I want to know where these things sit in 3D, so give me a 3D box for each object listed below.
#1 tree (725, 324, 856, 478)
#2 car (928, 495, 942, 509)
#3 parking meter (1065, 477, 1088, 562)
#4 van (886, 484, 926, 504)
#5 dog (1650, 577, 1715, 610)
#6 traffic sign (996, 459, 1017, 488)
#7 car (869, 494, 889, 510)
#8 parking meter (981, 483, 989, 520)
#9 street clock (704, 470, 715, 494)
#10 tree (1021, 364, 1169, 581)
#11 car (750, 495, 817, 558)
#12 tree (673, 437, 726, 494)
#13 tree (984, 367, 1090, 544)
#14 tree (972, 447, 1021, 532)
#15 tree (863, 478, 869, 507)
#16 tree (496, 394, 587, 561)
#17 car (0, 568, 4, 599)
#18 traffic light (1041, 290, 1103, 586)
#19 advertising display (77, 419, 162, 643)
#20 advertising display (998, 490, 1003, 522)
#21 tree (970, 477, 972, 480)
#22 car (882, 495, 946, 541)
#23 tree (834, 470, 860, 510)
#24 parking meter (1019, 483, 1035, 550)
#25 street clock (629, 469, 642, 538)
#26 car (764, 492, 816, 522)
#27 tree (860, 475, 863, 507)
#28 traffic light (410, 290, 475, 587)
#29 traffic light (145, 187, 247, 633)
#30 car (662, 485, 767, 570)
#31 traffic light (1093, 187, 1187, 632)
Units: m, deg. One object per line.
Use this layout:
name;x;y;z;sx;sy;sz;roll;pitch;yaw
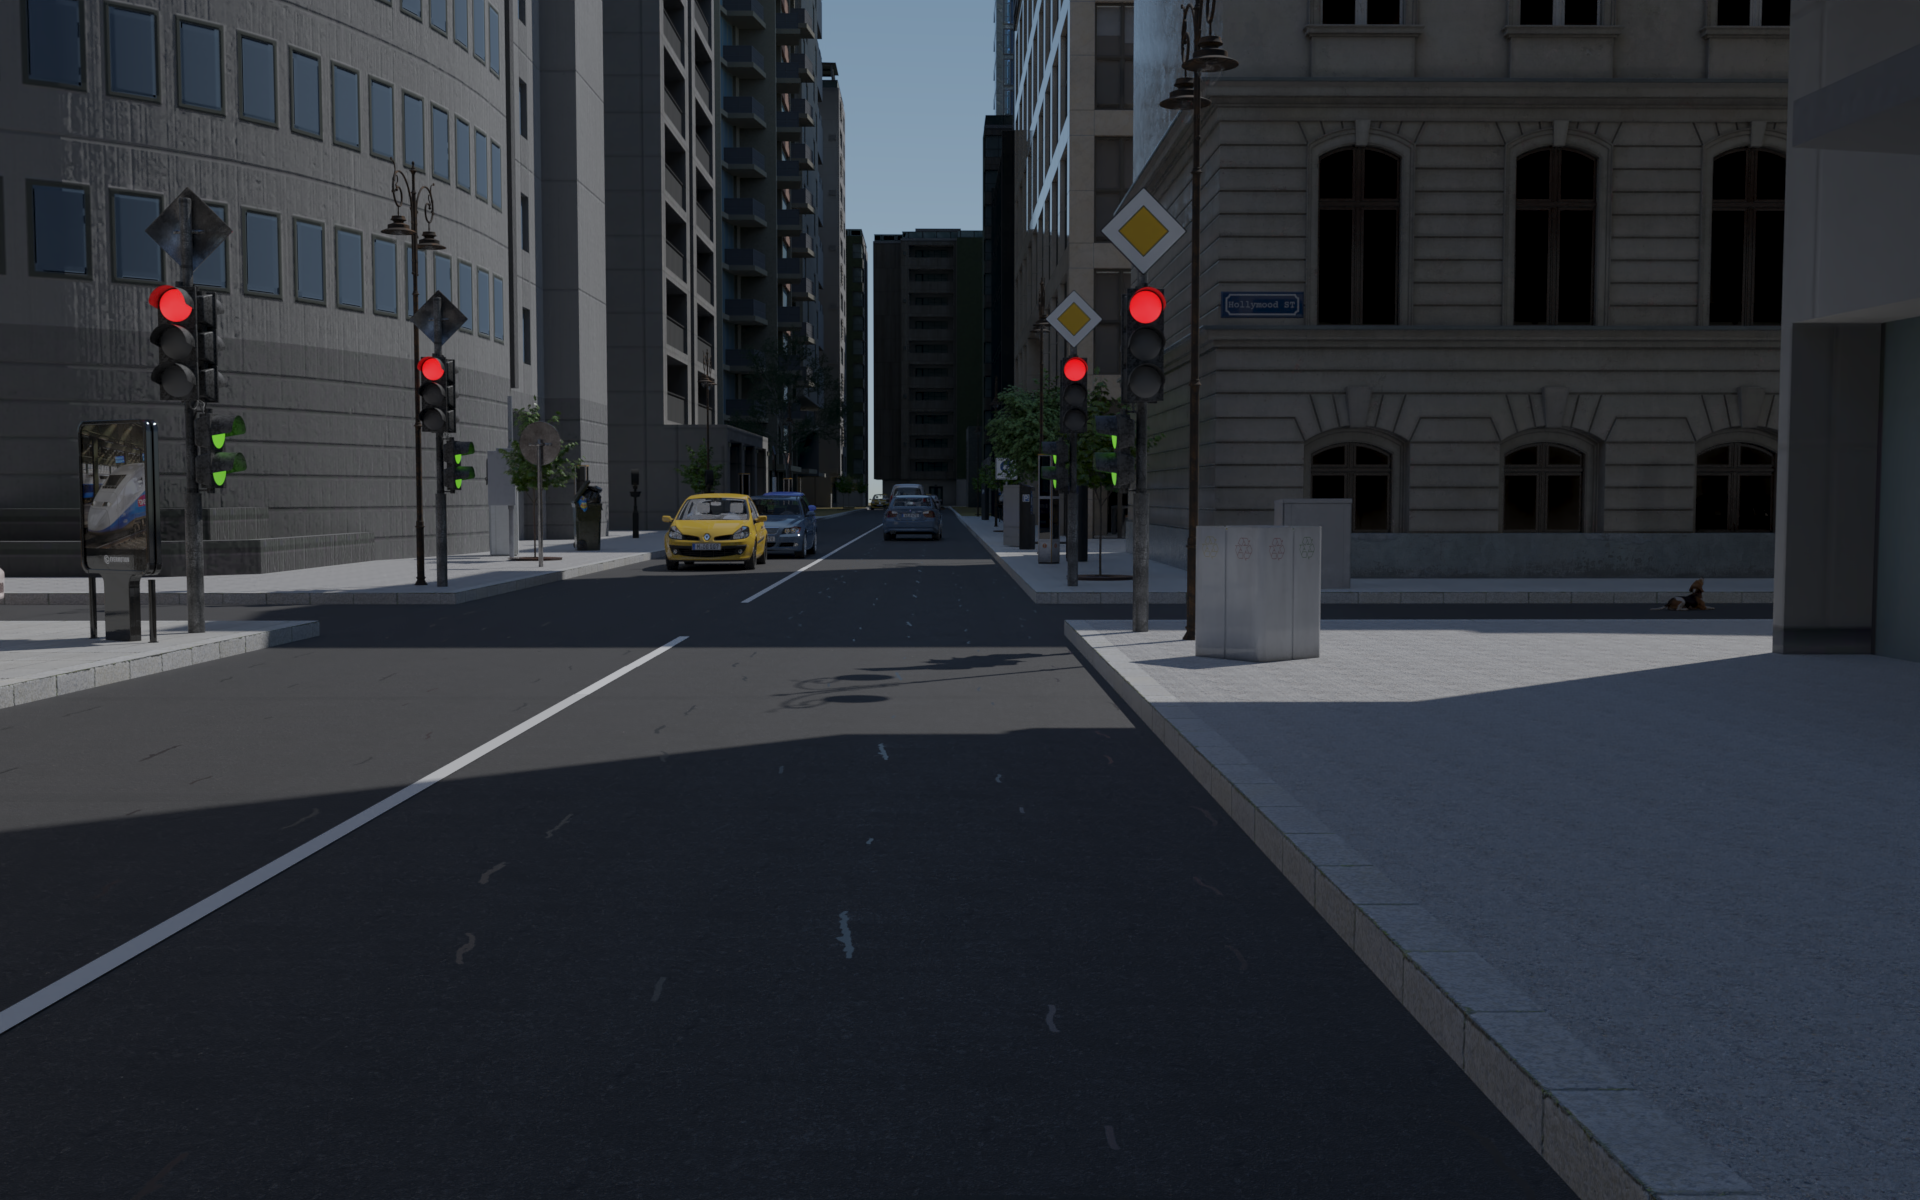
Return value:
tree;-9.169;-9.773;94.198;8.767;10.594;7.601;2;4;32
car;-2.470;-7.607;136.743;2.083;1.381;4.827;0;4;0
parking meter;2.213;-1.663;32.907;0.399;1.863;0.255;3;4;38
van;-2.155;-4.061;73.410;2.013;2.044;4.112;0;3;0
dog;8.942;-0.076;21.440;0.748;0.427;0.550;2;4;25
traffic sign;1.319;-2.880;49.218;0.606;2.300;0.079;0;4;2
car;-7.151;-8.913;155.949;2.015;1.641;3.980;0;4;-1
parking meter;1.241;-4.861;85.182;0.255;1.863;0.399;-2;4;-31
street clock;-7.573;-2.921;52.329;0.358;2.002;0.471;-1;4;-15
tree;2.060;-1.928;26.126;1.663;3.219;1.824;0;3;0
car;-4.306;-1.719;40.115;2.014;1.417;4.499;0;3;0
tree;-8.651;-3.916;58.625;1.663;3.219;1.824;0;3;0
tree;2.237;-3.751;45.038;4.285;4.588;4.351;0;3;0
tree;1.656;-3.915;58.619;1.663;3.219;1.824;0;3;0
tree;-9.844;-10.972;173.992;1.663;3.219;1.824;0;3;0
tree;-8.222;-2.372;33.386;1.663;3.219;1.824;0;3;0
car;-13.812;-0.484;20.278;4.827;1.381;2.083;0;4;0
traffic light;1.552;-2.147;24.027;0.839;4.253;0.868;0;4;-1
advertising display;-7.328;-0.605;15.113;0.974;1.923;0.123;2;4;31
advertising display;2.112;-4.501;78.802;0.123;1.923;0.974;-3;5;-44
tree;1.360;-6.859;106.754;1.663;3.219;1.824;0;3;0
car;-1.471;-2.607;54.633;2.014;1.417;4.499;0;4;1
tree;-9.514;-8.886;139.890;1.663;3.219;1.824;0;3;0
parking meter;1.556;-1.937;40.073;0.372;1.533;0.369;0;3;0
street clock;-9.429;-2.798;50.317;0.358;2.002;0.471;-1;4;-10
car;-5.076;-2.458;49.788;1.945;1.707;3.694;0;4;-1
tree;-9.933;-9.923;156.836;1.663;3.219;1.824;0;3;0
traffic light;-7.158;-2.139;23.889;0.839;4.253;0.868;0;4;-1
traffic light;-7.046;-1.650;15.905;0.839;4.253;0.868;0;4;-1
car;-4.757;-1.455;34.006;2.015;1.641;3.980;0;4;-2
traffic light;1.664;-1.659;16.043;0.839;4.253;0.868;0;4;-1
